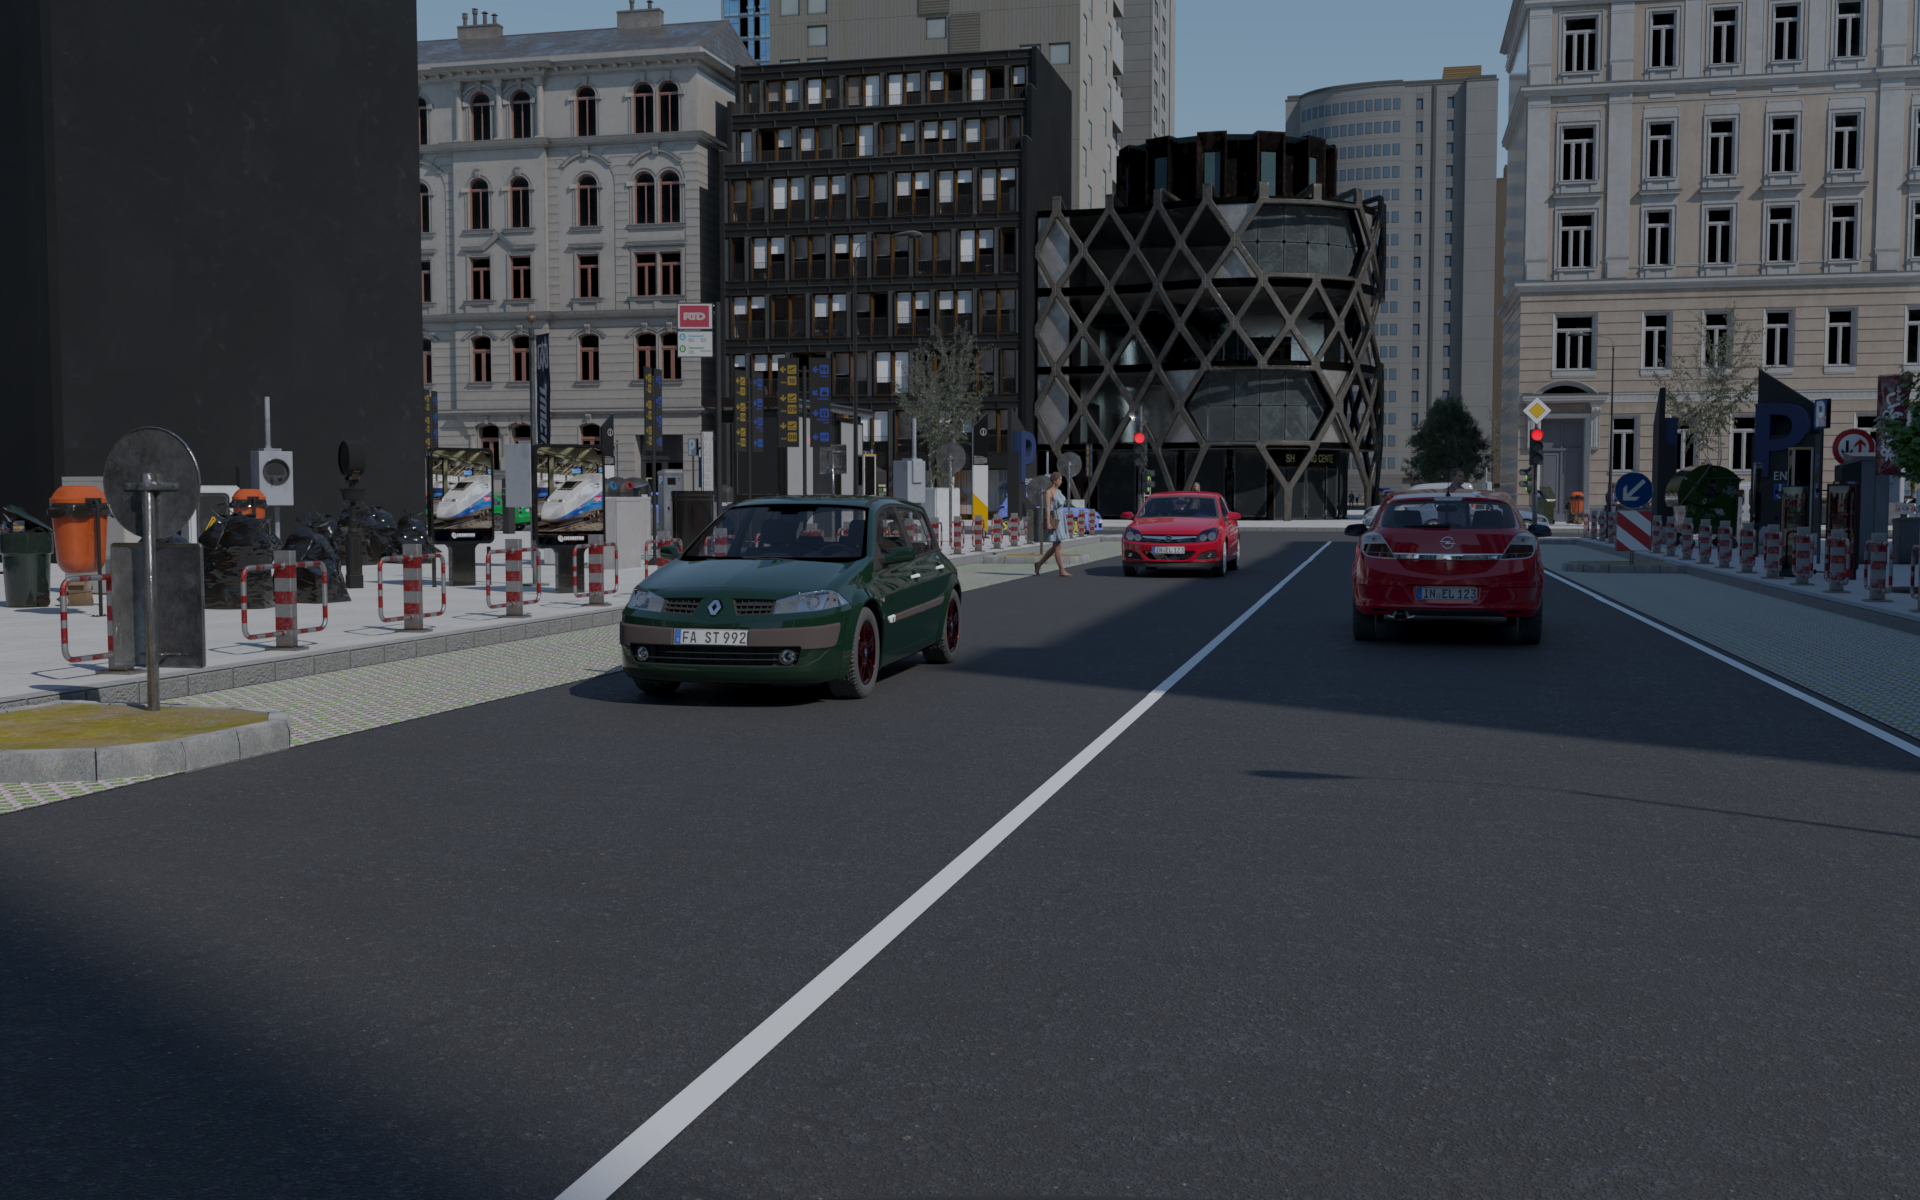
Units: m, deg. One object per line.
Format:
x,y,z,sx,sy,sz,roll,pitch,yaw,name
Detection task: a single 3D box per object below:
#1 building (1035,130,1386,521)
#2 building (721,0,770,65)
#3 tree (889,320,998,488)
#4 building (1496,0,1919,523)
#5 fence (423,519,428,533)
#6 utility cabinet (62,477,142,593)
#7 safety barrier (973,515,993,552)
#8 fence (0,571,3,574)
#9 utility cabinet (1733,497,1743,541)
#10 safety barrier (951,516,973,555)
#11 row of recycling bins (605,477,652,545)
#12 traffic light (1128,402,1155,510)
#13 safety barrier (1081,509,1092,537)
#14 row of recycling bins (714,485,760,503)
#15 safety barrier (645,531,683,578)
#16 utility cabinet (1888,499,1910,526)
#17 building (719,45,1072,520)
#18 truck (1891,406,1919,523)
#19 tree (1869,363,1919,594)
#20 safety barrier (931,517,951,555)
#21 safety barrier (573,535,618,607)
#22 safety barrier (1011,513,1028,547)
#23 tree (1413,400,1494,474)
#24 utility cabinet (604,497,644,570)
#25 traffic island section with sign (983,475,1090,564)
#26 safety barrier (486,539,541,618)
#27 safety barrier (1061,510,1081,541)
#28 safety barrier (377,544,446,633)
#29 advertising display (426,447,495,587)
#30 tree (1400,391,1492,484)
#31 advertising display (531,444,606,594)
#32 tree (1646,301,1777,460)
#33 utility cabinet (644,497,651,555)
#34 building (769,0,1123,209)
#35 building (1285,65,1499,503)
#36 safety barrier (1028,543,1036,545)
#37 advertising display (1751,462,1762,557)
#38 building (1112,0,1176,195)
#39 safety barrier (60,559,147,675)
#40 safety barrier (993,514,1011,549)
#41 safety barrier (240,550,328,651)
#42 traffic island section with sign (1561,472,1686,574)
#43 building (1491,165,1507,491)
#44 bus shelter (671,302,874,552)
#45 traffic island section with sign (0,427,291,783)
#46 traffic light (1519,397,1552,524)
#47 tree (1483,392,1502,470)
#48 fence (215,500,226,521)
13.412,-13.604,89.872,16.811,18.784,16.820,1,4,14,building
-13.142,-53.895,193.852,31.000,86.520,22.319,1,4,14,building
-0.543,-7.495,72.908,4.360,8.622,3.978,0,3,0,tree
36.453,-18.142,82.524,20.117,28.700,13.634,1,4,14,building
-12.919,-1.692,43.041,0.278,0.683,2.069,0,4,7,fence
-10.959,-0.826,22.186,1.173,1.500,0.318,2,4,28,utility cabinet
0.407,-1.478,38.443,0.300,0.817,1.120,1,4,14,safety barrier
-15.199,-0.949,26.718,0.480,1.192,2.264,-1,4,-15,fence
21.180,-2.215,47.377,0.306,1.237,1.020,2,4,31,utility cabinet
-0.052,-1.364,36.581,0.300,0.817,1.120,1,4,14,safety barrier
-8.316,-2.075,41.037,1.069,1.692,3.534,1,4,13,row of recycling bins
5.527,-3.913,52.891,0.839,4.253,0.868,1,4,14,traffic light
3.613,-2.277,51.503,0.300,0.817,1.120,1,4,14,safety barrier
-9.154,-4.197,75.742,3.534,1.692,1.069,-3,5,-42,row of recycling bins
-3.702,-0.453,21.675,0.300,0.817,1.120,1,4,14,safety barrier
37.468,-3.715,69.424,0.318,1.500,1.173,-1,4,-15,utility cabinet
-2.999,-16.029,91.755,15.834,23.373,12.332,1,4,14,building
34.963,-3.918,52.965,11.283,4.237,2.839,1,4,14,truck
12.760,-1.702,22.430,1.663,3.219,1.824,0,3,0,tree
-0.504,-1.250,34.718,0.300,0.817,1.120,1,4,14,safety barrier
-4.162,-0.339,19.814,0.300,0.817,1.120,1,4,14,safety barrier
1.322,-1.706,42.175,0.300,0.817,1.120,1,4,14,safety barrier
49.274,-14.454,170.732,8.767,10.594,7.601,-2,4,-30,tree
-5.849,-1.145,29.884,0.306,1.237,1.020,1,4,13,utility cabinet
1.660,-1.676,36.033,1.989,1.847,2.006,1,4,14,traffic island section with sign
-4.622,-0.225,17.953,0.300,0.817,1.120,1,4,14,safety barrier
3.155,-2.163,49.639,0.300,0.817,1.120,1,4,14,safety barrier
-5.080,-0.110,16.081,0.300,0.817,1.120,1,4,14,safety barrier
-6.938,-1.155,24.091,0.123,1.923,0.974,3,5,44,advertising display
54.708,-16.928,193.787,9.611,12.733,9.660,0,3,0,tree
-5.054,-1.051,22.392,0.974,1.923,0.123,-3,4,-36,advertising display
28.552,-7.060,65.799,4.360,8.622,3.978,0,3,0,tree
-7.079,-1.562,36.699,1.020,1.237,0.306,-2,4,-24,utility cabinet
-0.134,-34.763,157.609,28.713,52.752,27.495,1,4,14,building
60.037,-42.934,243.962,28.212,58.520,21.231,1,4,14,building
1.779,-1.821,44.044,0.300,0.817,1.120,1,4,14,safety barrier
16.430,-1.867,35.734,0.123,1.923,0.974,1,4,21,advertising display
12.125,-45.918,189.018,20.611,71.187,20.563,1,4,14,building
-5.994,0.117,12.356,0.300,0.817,1.120,1,4,14,safety barrier
0.866,-1.593,40.313,0.300,0.817,1.120,1,4,14,safety barrier
-5.534,0.003,14.219,0.300,0.817,1.120,1,4,14,safety barrier
12.243,-1.433,32.061,1.989,1.847,2.006,1,4,14,traffic island section with sign
80.015,-35.884,236.807,14.200,45.320,14.600,1,4,14,building
-4.240,-3.741,38.791,2.179,5.291,8.768,1,4,14,bus shelter
-4.846,-0.053,9.498,1.989,1.847,2.006,1,4,14,traffic island section with sign
16.663,-3.747,50.185,0.839,4.253,0.868,1,4,14,traffic light
35.965,-9.864,111.634,4.360,8.622,3.978,0,3,0,tree
-10.756,-0.858,25.236,0.480,1.192,2.264,-1,4,-20,fence
